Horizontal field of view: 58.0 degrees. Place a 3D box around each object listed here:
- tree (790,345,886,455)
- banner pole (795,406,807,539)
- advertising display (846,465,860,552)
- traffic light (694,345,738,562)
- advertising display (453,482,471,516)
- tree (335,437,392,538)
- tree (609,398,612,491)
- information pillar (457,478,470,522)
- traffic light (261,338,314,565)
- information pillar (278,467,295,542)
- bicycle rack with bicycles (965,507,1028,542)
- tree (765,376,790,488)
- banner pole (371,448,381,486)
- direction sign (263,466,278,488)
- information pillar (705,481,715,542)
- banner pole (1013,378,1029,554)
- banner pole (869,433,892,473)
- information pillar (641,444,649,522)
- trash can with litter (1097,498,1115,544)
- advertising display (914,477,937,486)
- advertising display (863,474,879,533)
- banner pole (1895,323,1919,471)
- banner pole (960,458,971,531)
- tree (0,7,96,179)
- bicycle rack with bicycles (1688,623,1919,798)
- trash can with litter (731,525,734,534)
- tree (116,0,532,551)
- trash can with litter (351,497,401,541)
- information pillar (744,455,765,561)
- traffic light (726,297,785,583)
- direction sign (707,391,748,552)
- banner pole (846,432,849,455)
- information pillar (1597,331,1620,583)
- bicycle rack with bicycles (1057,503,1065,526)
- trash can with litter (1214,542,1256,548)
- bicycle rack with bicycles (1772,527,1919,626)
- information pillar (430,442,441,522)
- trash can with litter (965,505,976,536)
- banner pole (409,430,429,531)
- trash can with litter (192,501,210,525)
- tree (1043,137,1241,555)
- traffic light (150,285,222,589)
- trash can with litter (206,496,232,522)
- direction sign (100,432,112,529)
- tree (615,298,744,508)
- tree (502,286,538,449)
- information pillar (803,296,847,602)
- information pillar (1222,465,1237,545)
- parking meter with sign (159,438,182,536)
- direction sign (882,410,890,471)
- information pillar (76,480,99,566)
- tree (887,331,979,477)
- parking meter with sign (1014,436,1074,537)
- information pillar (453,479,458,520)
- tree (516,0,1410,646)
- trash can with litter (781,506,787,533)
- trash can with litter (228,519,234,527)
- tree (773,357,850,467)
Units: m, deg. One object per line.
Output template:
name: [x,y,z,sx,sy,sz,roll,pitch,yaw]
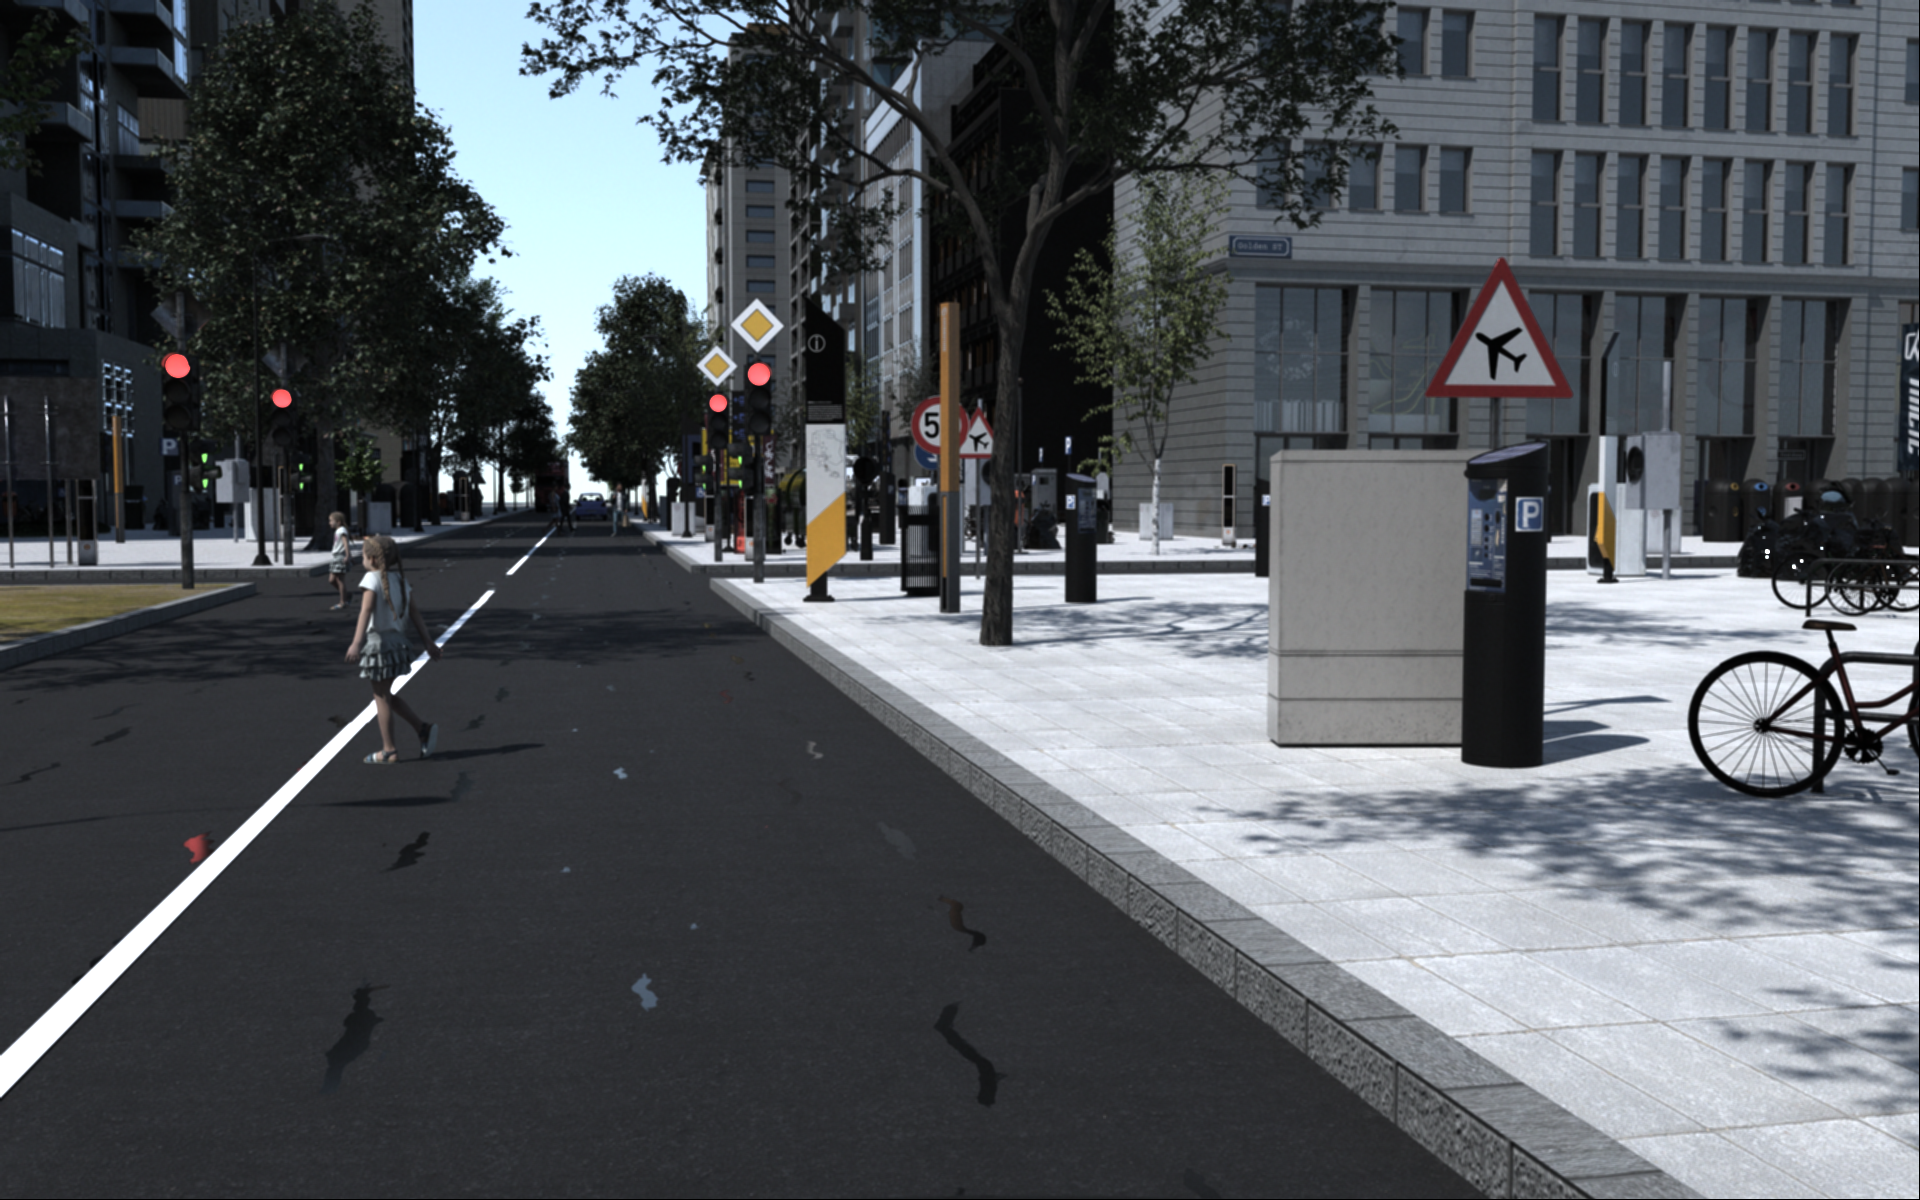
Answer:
tree: [-5.453,-8.260,85.418,4.737,8.622,4.395,0,3,0]
banner pole: [-4.378,-3.634,49.426,0.401,3.779,0.863,-3,5,-39]
advertising display: [-2.658,-2.044,38.634,0.974,1.923,0.123,2,4,35]
traffic light: [-4.598,-2.679,32.722,0.839,4.253,0.868,-1,4,-12]
advertising display: [-26.461,-5.318,92.162,0.974,1.923,0.123,-2,4,-32]
tree: [-17.817,-3.475,51.418,1.663,3.219,1.824,0,3,0]
tree: [-18.490,-9.204,100.850,4.737,8.622,4.395,0,3,0]
information pillar: [-22.550,-4.551,78.905,0.304,2.012,0.304,1,4,12]
traffic light: [-12.087,-2.580,31.111,0.839,4.253,0.868,-1,4,-12]
information pillar: [-18.111,-2.575,46.592,0.304,2.012,0.304,0,4,-4]
bicycle rack with bicycles: [0.170,-2.080,47.395,2.925,0.926,2.852,1,4,23]
tree: [-12.227,-9.524,106.080,4.737,8.622,4.395,0,3,0]
banner pole: [-28.182,-5.692,83.073,0.863,3.779,0.401,-1,4,-15]
direction sign: [-33.364,-5.613,83.770,0.876,3.537,0.379,1,4,17]
information pillar: [-6.693,-2.566,46.439,0.304,2.012,0.304,0,4,-8]
banner pole: [1.122,-2.905,37.520,0.863,3.779,0.401,3,5,42]
banner pole: [-3.164,-4.930,70.626,0.863,3.779,0.401,-1,4,-11]
information pillar: [-14.718,-5.471,80.813,0.183,3.616,0.504,-2,4,-33]
trash can with litter: [3.614,-2.032,44.618,0.624,1.170,1.055,1,4,21]
advertising display: [-1.288,-3.639,64.710,0.974,1.923,0.123,3,4,36]
advertising display: [-2.757,-3.152,56.751,0.974,1.923,0.123,3,4,36]
banner pole: [12.367,-1.965,22.144,0.401,3.779,0.863,-2,4,-27]
banner pole: [0.129,-4.264,59.736,0.863,3.779,0.401,0,4,1]
tree: [-9.826,-5.349,13.212,9.928,11.665,9.643,0,3,0]
bicycle rack with bicycles: [4.961,0.372,7.305,2.925,0.926,2.852,3,5,42]
trash can with litter: [-7.687,-2.720,55.853,1.055,1.170,0.624,0,4,-5]
tree: [-14.531,-7.492,39.507,9.611,12.733,9.660,0,3,0]
trash can with litter: [-16.663,-2.281,48.355,1.678,1.210,2.233,-2,4,-31]
information pillar: [-3.918,-1.748,33.070,0.304,2.012,0.304,1,4,19]
traffic light: [-2.928,-2.201,24.913,0.839,4.253,0.868,-1,4,-12]
direction sign: [-5.104,-2.820,38.101,0.876,3.537,0.379,0,4,-1]
banner pole: [-4.147,-4.376,61.570,0.401,3.779,0.863,-2,4,-32]
information pillar: [9.310,-2.049,24.856,0.183,3.616,0.504,3,5,41]
bicycle rack with bicycles: [3.830,-3.406,69.077,2.925,0.926,2.852,-1,4,-18]
trash can with litter: [7.176,-1.840,41.135,2.233,1.210,1.678,1,4,14]
bicycle rack with bicycles: [10.079,-0.301,18.297,2.925,0.926,2.852,3,5,45]
information pillar: [-23.651,-5.298,77.971,0.183,3.616,0.504,1,4,21]
trash can with litter: [0.421,-2.589,53.380,1.678,1.210,2.233,-1,4,-18]
banner pole: [-19.076,-4.349,61.116,0.401,3.779,0.863,2,4,34]
trash can with litter: [-30.279,-3.489,68.433,0.624,1.170,1.055,2,4,35]
tree: [4.025,-5.255,36.285,4.737,8.622,4.395,0,3,0]
traffic light: [-10.418,-2.103,23.301,0.839,4.253,0.868,-1,4,-12]
trash can with litter: [-34.723,-4.234,80.288,1.678,1.210,2.233,-2,4,-25]
direction sign: [-31.367,-4.375,63.528,0.379,3.537,0.876,-1,4,-12]
tree: [-10.224,-6.952,64.027,4.737,8.622,4.395,0,3,0]
tree: [-21.622,-8.892,71.145,9.928,11.665,9.643,0,3,0]
information pillar: [-1.602,-1.785,20.538,0.504,3.616,0.183,1,4,9]
information pillar: [6.742,-2.374,43.308,0.304,2.012,0.304,1,4,20]
parking meter with sign: [-24.040,-3.475,53.085,0.543,3.016,1.738,-3,4,-36]
direction sign: [-2.019,-3.378,47.233,0.379,3.537,0.876,1,4,11]
information pillar: [-15.650,-1.624,31.041,0.304,2.012,0.304,-1,4,-21]
tree: [-1.431,-7.788,77.696,4.360,8.622,3.978,0,3,0]
parking meter with sign: [2.514,-3.413,52.069,1.738,3.016,0.543,-1,4,-17]
information pillar: [-24.628,-4.923,84.975,0.304,2.012,0.304,0,4,7]
tree: [0.261,-4.871,14.060,8.767,10.594,7.601,0,4,4]
trash can with litter: [-6.352,-2.871,58.001,2.233,1.210,1.678,1,4,10]
trash can with litter: [-28.087,-3.454,67.860,0.624,1.170,1.055,2,4,29]
tree: [-8.241,-8.811,94.429,4.360,8.622,3.978,0,3,0]
